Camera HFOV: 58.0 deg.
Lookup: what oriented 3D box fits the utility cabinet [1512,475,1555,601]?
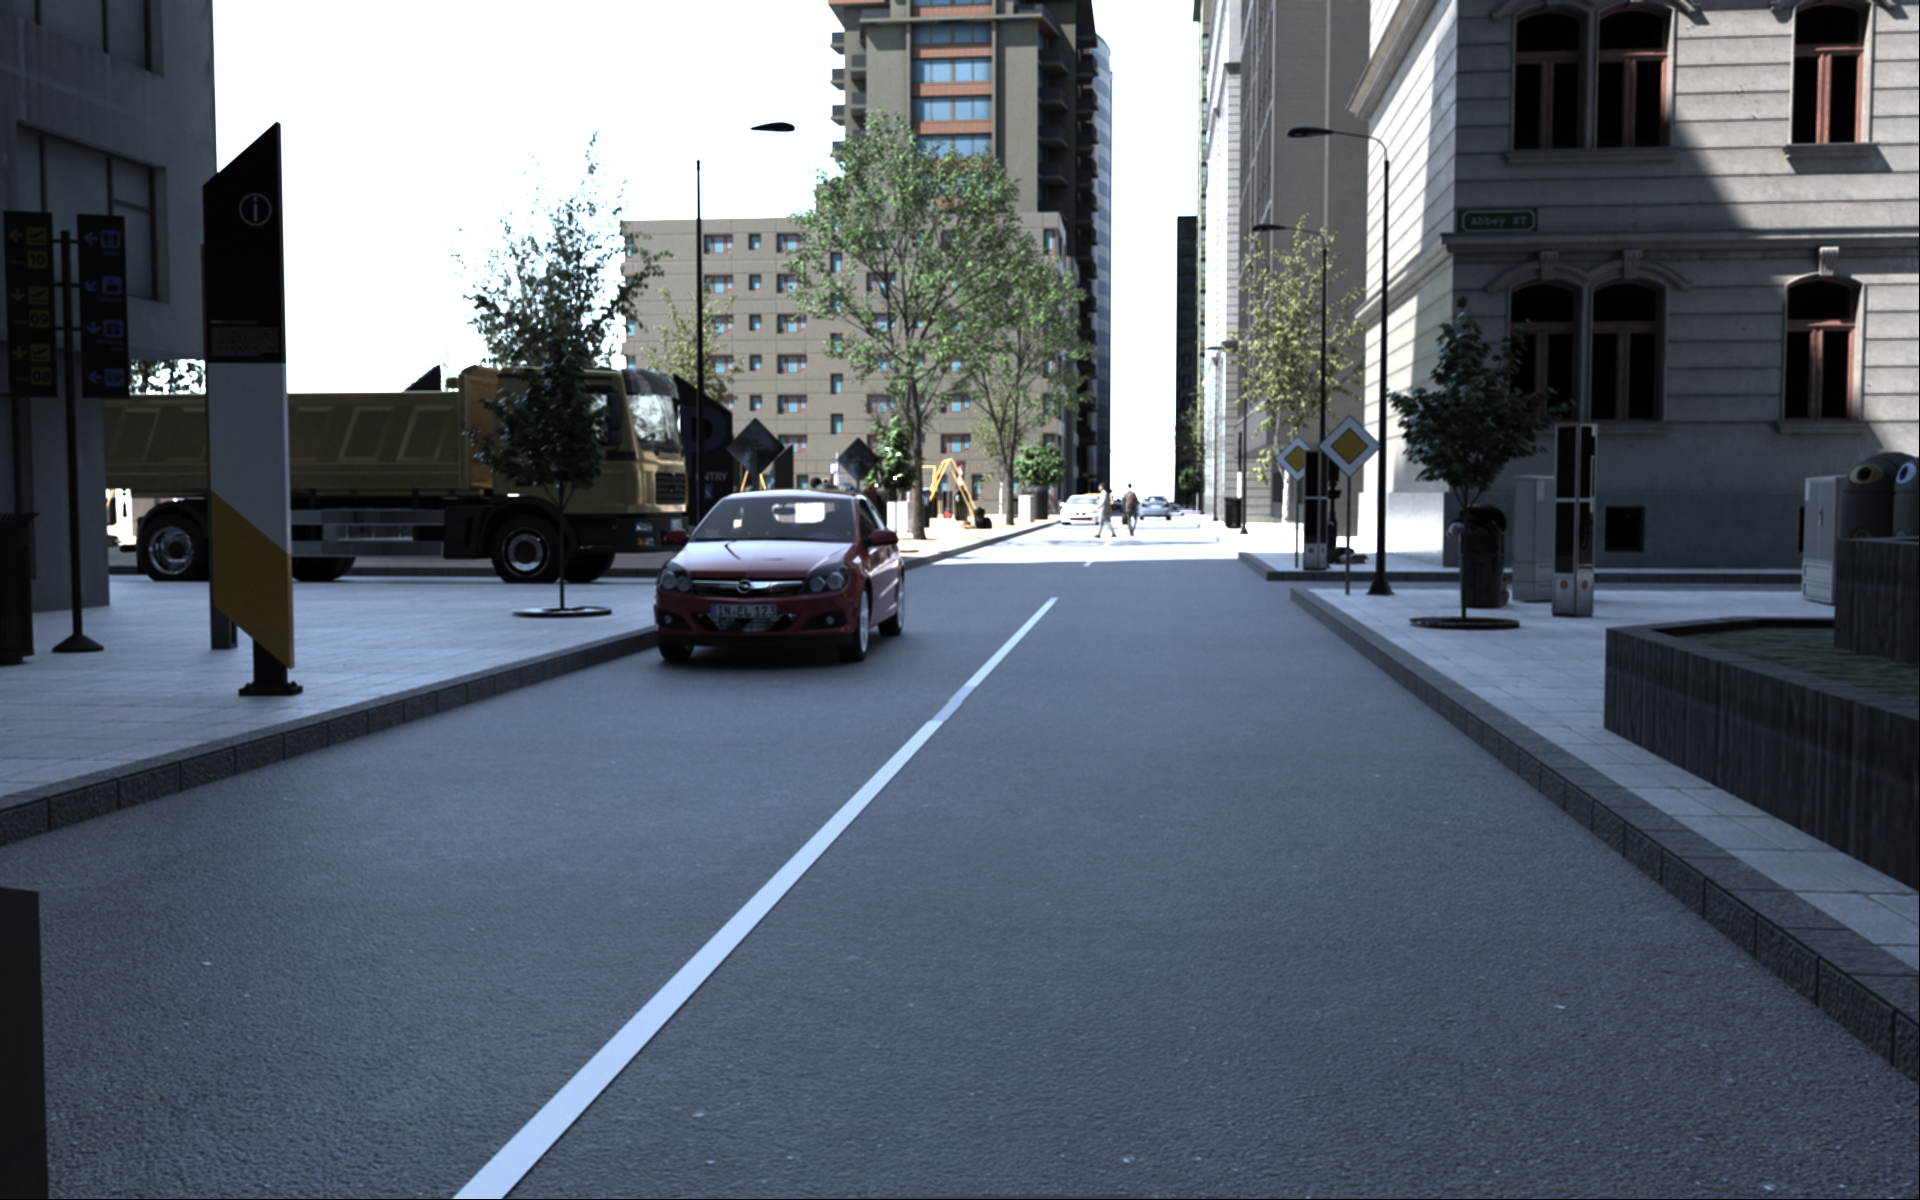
[{"bbox_3d":[7.102,-0.744,20.848,1.173,1.500,0.318,-3,5,-43],"label":"utility cabinet"}]

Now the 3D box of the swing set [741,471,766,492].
[{"bbox_3d":[-13.940,-6.615,105.783,3.119,2.851,2.862,-2,4,-31],"label":"swing set"}]

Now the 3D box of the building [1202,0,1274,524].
[{"bbox_3d":[18.491,-19.036,88.738,11.434,29.767,29.804,0,4,6],"label":"building"}]

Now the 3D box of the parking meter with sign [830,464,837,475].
[{"bbox_3d":[-6.959,-6.426,101.326,0.543,3.016,1.738,1,4,23],"label":"parking meter with sign"}]

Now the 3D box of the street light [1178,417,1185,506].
[{"bbox_3d":[14.308,-8.168,106.085,1.470,5.913,1.316,0,4,6],"label":"street light"}]

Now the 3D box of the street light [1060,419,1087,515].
[{"bbox_3d":[6.908,-8.207,106.725,1.470,5.913,1.316,0,4,6],"label":"street light"}]

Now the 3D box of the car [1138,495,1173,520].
[{"bbox_3d":[10.793,-5.125,95.791,2.014,1.417,4.499,0,4,6],"label":"car"}]

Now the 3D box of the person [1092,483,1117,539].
[{"bbox_3d":[4.655,-2.875,55.783,0.850,1.792,0.678,1,4,11],"label":"person"}]

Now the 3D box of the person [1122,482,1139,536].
[{"bbox_3d":[5.800,-3.091,58.999,0.622,1.834,0.822,1,4,20],"label":"person"}]

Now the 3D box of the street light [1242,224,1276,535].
[{"bbox_3d":[5.709,-3.506,29.866,1.470,5.913,1.316,0,4,6],"label":"street light"}]

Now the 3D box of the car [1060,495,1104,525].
[{"bbox_3d":[5.769,-4.203,81.088,2.083,1.381,4.827,0,4,7],"label":"car"}]

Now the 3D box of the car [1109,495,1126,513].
[{"bbox_3d":[11.798,-7.374,133.142,1.945,1.354,3.894,0,4,8],"label":"car"}]

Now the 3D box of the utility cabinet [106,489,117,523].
[{"bbox_3d":[-37.358,-4.126,76.140,0.318,1.500,1.173,-3,4,-38],"label":"utility cabinet"}]

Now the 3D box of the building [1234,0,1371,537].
[{"bbox_3d":[17.588,-16.414,61.871,14.314,27.812,24.014,0,4,6],"label":"building"}]

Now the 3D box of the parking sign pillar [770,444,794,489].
[{"bbox_3d":[-9.509,-6.357,92.410,1.447,3.967,1.447,3,5,44],"label":"parking sign pillar"}]

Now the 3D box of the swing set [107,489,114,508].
[{"bbox_3d":[-26.756,-3.686,57.893,2.862,2.851,3.119,1,4,14],"label":"swing set"}]

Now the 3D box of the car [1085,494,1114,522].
[{"bbox_3d":[6.996,-4.879,89.994,2.015,1.641,3.980,0,4,5],"label":"car"}]

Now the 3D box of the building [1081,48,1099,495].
[{"bbox_3d":[6.014,-31.906,171.777,14.600,45.320,14.200,0,4,6],"label":"building"}]

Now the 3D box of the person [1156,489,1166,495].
[{"bbox_3d":[12.421,-5.991,107.251,0.742,1.727,0.445,1,4,17],"label":"person"}]

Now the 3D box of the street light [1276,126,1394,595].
[{"bbox_3d":[4.828,-3.025,21.996,1.470,5.913,1.316,0,4,6],"label":"street light"}]

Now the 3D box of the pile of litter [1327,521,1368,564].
[{"bbox_3d":[7.073,-1.126,32.369,1.176,0.858,1.719,2,4,32],"label":"pile of litter"}]

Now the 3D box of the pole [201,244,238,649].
[{"bbox_3d":[-6.109,-1.250,14.284,0.158,3.312,0.155,0,3,0],"label":"pole"}]

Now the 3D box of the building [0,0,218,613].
[{"bbox_3d":[-16.100,-20.345,16.239,14.086,41.232,14.154,0,4,6],"label":"building"}]

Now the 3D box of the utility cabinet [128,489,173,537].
[{"bbox_3d":[-24.179,-2.634,51.737,1.173,1.500,0.318,-3,5,-43],"label":"utility cabinet"}]

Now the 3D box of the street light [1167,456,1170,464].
[{"bbox_3d":[22.600,-12.732,180.710,1.470,5.913,1.316,0,4,6],"label":"street light"}]

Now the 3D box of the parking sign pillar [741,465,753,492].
[{"bbox_3d":[-11.951,-6.312,91.668,1.447,3.967,1.447,-1,4,-20],"label":"parking sign pillar"}]

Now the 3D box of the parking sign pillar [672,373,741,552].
[{"bbox_3d":[-5.710,-3.064,38.572,1.447,3.967,1.447,-1,4,-11],"label":"parking sign pillar"}]

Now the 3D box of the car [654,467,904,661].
[{"bbox_3d":[-1.591,-0.441,16.247,2.155,1.783,4.494,0,4,5],"label":"car"}]

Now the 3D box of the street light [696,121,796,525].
[{"bbox_3d":[-2.746,-3.013,21.811,1.470,5.913,1.316,0,4,6],"label":"street light"}]

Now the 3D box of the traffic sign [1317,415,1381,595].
[{"bbox_3d":[4.939,-1.125,22.033,0.795,2.450,0.064,0,4,6],"label":"traffic sign"}]

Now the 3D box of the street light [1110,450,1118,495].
[{"bbox_3d":[16.214,-13.263,189.392,1.470,5.913,1.316,0,4,6],"label":"street light"}]

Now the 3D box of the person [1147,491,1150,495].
[{"bbox_3d":[20.795,-11.071,190.237,0.721,1.736,1.217,2,4,23],"label":"person"}]

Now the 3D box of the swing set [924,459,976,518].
[{"bbox_3d":[-0.523,-4.961,78.725,2.862,2.851,3.119,0,4,-5],"label":"swing set"}]

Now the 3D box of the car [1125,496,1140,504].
[{"bbox_3d":[24.294,-14.173,244.090,2.083,1.381,4.827,0,4,8],"label":"car"}]

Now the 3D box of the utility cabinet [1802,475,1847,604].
[{"bbox_3d":[10.238,-0.715,20.371,0.318,1.500,1.173,1,4,10],"label":"utility cabinet"}]

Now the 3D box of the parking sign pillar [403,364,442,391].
[{"bbox_3d":[-11.295,-2.883,35.607,1.447,3.967,1.447,2,4,35],"label":"parking sign pillar"}]

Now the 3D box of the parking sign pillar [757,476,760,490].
[{"bbox_3d":[-12.068,-6.723,98.395,1.447,3.967,1.447,-1,4,-17],"label":"parking sign pillar"}]

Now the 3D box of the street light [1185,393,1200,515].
[{"bbox_3d":[11.271,-6.575,80.038,1.470,5.913,1.316,0,4,6],"label":"street light"}]

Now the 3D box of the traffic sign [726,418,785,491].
[{"bbox_3d":[-2.704,-1.179,22.911,0.795,2.450,0.064,0,4,6],"label":"traffic sign"}]

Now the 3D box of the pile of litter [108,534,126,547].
[{"bbox_3d":[-21.082,-1.737,42.361,1.176,0.858,1.719,1,4,20],"label":"pile of litter"}]

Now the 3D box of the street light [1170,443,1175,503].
[{"bbox_3d":[19.933,-11.227,156.106,1.470,5.913,1.316,0,4,6],"label":"street light"}]

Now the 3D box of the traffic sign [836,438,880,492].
[{"bbox_3d":[-1.811,-1.664,30.846,0.795,2.450,0.064,0,4,6],"label":"traffic sign"}]

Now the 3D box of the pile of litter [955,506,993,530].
[{"bbox_3d":[0.493,-3.016,63.284,1.719,0.858,1.176,-2,4,-33],"label":"pile of litter"}]

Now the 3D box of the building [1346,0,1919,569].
[{"bbox_3d":[20.204,-15.107,34.394,23.554,28.519,14.401,0,4,6],"label":"building"}]

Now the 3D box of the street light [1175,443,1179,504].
[{"bbox_3d":[17.180,-9.688,130.944,1.470,5.913,1.316,0,4,6],"label":"street light"}]

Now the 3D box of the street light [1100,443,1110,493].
[{"bbox_3d":[12.506,-11.237,156.273,1.470,5.913,1.316,0,4,6],"label":"street light"}]

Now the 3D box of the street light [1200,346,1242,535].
[{"bbox_3d":[8.410,-5.011,54.467,1.470,5.913,1.316,0,4,6],"label":"street light"}]

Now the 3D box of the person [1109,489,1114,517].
[{"bbox_3d":[9.580,-6.071,108.556,0.721,1.735,1.217,0,4,6],"label":"person"}]

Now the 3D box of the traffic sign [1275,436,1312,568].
[{"bbox_3d":[5.833,-1.610,29.968,0.795,2.450,0.064,0,4,6],"label":"traffic sign"}]

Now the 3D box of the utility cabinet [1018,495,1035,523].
[{"bbox_3d":[2.974,-4.043,77.257,0.306,1.237,1.020,-2,4,-27],"label":"utility cabinet"}]

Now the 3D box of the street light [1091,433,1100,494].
[{"bbox_3d":[9.703,-9.734,131.684,1.470,5.913,1.316,0,4,6],"label":"street light"}]
